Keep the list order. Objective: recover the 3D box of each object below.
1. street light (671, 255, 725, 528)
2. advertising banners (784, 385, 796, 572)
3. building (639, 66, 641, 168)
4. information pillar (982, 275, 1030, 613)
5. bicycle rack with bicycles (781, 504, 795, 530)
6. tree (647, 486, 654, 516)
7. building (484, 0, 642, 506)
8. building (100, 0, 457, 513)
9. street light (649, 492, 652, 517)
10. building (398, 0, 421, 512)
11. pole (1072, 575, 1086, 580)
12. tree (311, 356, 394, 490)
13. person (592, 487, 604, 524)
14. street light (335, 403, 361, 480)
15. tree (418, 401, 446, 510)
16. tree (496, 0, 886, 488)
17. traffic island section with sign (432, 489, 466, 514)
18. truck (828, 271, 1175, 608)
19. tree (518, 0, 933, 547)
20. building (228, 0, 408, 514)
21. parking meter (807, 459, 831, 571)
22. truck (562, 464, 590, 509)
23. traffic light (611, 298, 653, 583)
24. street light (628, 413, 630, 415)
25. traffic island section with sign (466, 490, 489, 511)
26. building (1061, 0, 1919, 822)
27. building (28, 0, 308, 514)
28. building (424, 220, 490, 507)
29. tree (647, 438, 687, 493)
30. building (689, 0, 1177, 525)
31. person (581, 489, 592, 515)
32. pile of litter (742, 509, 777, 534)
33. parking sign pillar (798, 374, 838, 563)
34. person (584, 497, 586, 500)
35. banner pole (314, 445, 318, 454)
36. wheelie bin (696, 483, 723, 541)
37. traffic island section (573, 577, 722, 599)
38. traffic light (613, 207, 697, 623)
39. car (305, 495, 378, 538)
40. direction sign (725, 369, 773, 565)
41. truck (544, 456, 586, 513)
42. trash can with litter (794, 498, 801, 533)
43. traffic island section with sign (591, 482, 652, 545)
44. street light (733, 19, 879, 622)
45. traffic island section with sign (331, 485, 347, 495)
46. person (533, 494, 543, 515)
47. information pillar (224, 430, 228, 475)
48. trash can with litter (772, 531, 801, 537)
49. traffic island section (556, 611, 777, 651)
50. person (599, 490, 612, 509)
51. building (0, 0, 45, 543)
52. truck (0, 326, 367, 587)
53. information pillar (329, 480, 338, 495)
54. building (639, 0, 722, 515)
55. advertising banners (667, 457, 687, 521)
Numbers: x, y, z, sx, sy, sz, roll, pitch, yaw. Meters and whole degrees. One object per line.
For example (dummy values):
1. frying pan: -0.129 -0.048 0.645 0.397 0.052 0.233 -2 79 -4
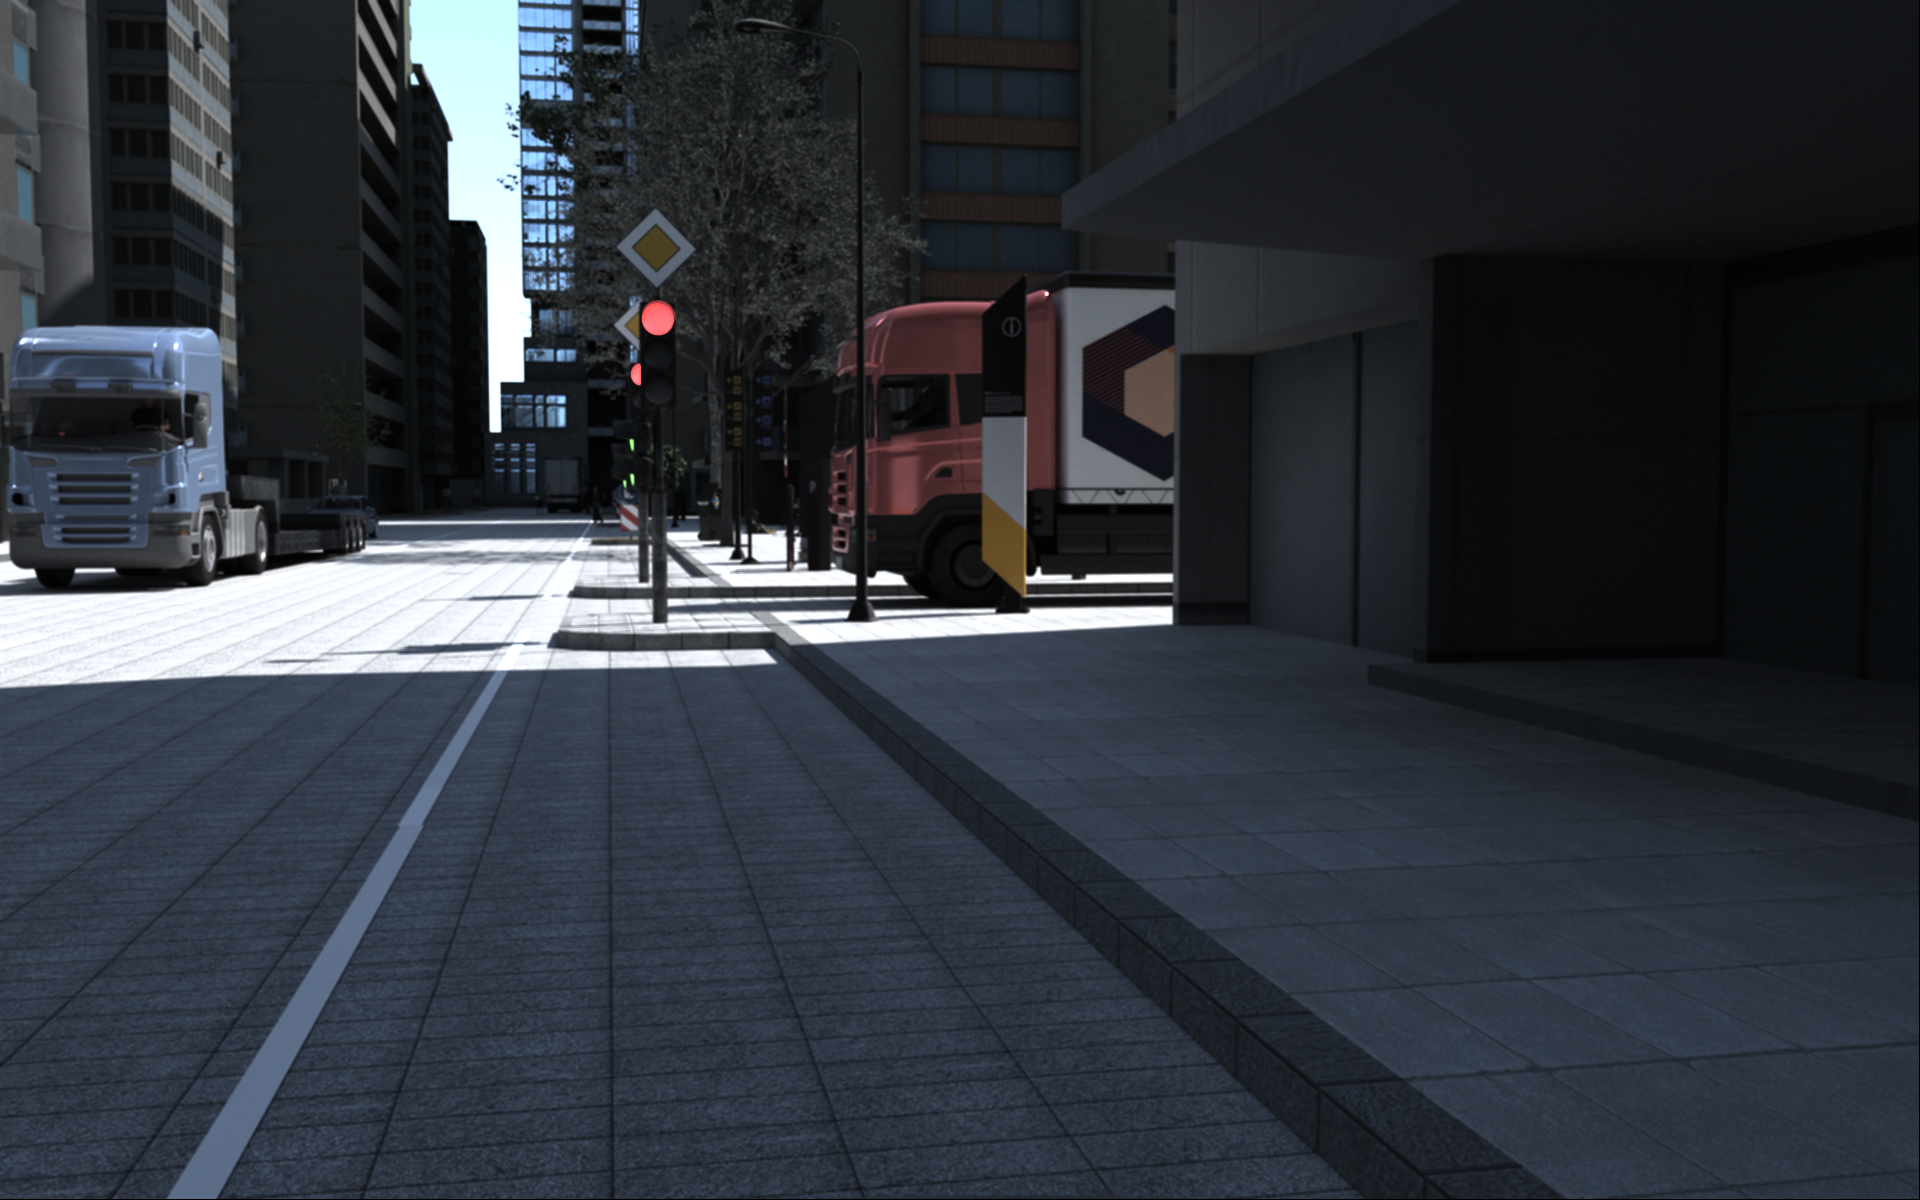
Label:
1. street light: -4.876 -3.736 33.623 1.470 5.913 1.316 -1 4 -11
2. advertising banners: -2.848 -1.997 28.837 0.090 3.025 2.074 0 4 -2
3. building: -15.343 -36.628 140.868 21.231 58.520 28.212 -1 4 -11
4. information pillar: 0.491 -1.669 18.648 0.504 3.616 0.183 1 4 13
5. bicycle rack with bicycles: -5.475 -3.061 63.434 2.852 0.926 2.925 -1 4 -8
6. tree: -18.182 -6.552 101.730 1.663 3.219 1.824 0 3 0
7. building: -36.208 -53.701 190.679 31.000 86.520 22.319 -1 4 -11
8. building: -57.452 -28.181 152.633 23.993 40.220 32.217 -1 4 -11
9. street light: -11.489 -5.732 66.266 1.470 5.913 1.316 -1 4 -11
10. building: -46.624 -26.856 122.697 14.154 41.232 14.086 -1 4 -11
11. pole: 1.786 -1.961 25.907 0.158 3.312 0.155 0 3 0
12. tree: -33.094 -8.761 93.600 4.737 8.622 4.395 0 3 0
13. person: -17.537 -4.568 83.613 0.576 1.772 0.534 2 4 35
14. street light: -31.339 -7.104 88.696 1.470 5.913 1.316 -1 4 -11
15. tree: -42.524 -11.347 135.888 4.360 8.622 3.978 0 3 0
16. tree: -8.931 -12.327 57.434 12.611 20.169 13.585 0 3 0
17. traffic island section with sign: -36.435 -7.006 123.175 1.989 1.847 2.006 -1 4 -11
18. truck: 3.266 -2.112 23.443 11.283 4.237 2.839 -1 4 -13
19. tree: -5.604 -8.056 42.091 12.009 13.543 11.850 0 3 0
20. building: -45.882 -29.374 103.969 21.300 48.544 21.600 -1 4 -11
21. parking meter: -2.365 -1.425 29.013 0.255 1.863 0.399 -3 4 -38
22. truck: -36.727 -10.731 164.360 2.839 4.237 11.283 -1 4 -11
23. traffic light: -4.595 -2.205 24.966 0.839 4.253 0.868 -1 4 -11
24. street light: -18.198 -7.728 98.890 1.470 5.913 1.316 -1 4 -11
25. traffic island section with sign: -41.792 -8.622 149.595 1.989 1.847 2.006 -1 4 -11
26. building: 15.379 -25.470 5.666 28.713 52.752 27.495 -1 4 -11
27. building: -42.985 -23.004 67.993 32.217 40.220 23.993 -1 4 -11
28. building: -57.346 -25.166 183.158 14.107 30.474 14.160 -1 4 -11
29. tree: -16.759 -6.865 95.954 4.285 4.588 4.351 0 3 0
30. building: -1.138 -26.054 80.606 22.147 44.769 28.867 -1 4 -11
31. person: -26.088 -6.913 121.543 0.705 1.822 1.348 3 4 37
32. pile of litter: -6.528 -2.589 56.291 1.176 0.858 1.719 0 4 -3
33. parking sign pillar: -2.373 -2.721 32.956 1.447 3.967 1.447 0 4 0
34. person: -33.212 -8.910 154.180 0.705 1.824 1.348 -2 4 -29
35. banner pole: -32.629 -5.981 87.814 0.401 3.779 0.863 -1 4 -8
36. wheelie bin: -6.838 -2.439 47.779 0.693 1.594 0.980 -3 5 -42
37. traffic island section: -4.554 -0.172 25.088 2.009 0.180 2.903 -1 4 -11
38. traffic light: -3.006 -1.726 17.140 0.839 4.253 0.868 -1 4 -11
39. car: -19.642 -2.631 55.025 2.014 1.417 4.499 -1 4 -10
40. direction sign: -3.838 -2.418 31.538 0.876 3.537 0.379 0 4 6
41. truck: -30.621 -8.899 134.407 2.839 4.237 11.283 -1 4 -10
42. trash can with litter: -5.015 -2.778 56.805 0.624 1.170 1.055 2 4 23
43. traffic island section with sign: -9.496 -2.492 49.374 1.989 1.847 2.006 -1 4 -11
44. street light: -1.524 -2.733 17.226 1.470 5.913 1.316 -1 4 -11
45. traffic island section with sign: -26.354 -3.969 73.521 1.989 1.847 2.006 -1 4 -11
46. person: -29.422 -6.665 120.661 0.799 1.438 0.628 0 4 3
47. information pillar: -25.370 -4.185 59.782 0.183 3.616 0.504 0 4 -6
48. trash can with litter: -4.735 -2.535 52.510 2.233 1.210 1.678 3 5 41
49. traffic island section: -2.965 0.307 17.262 2.009 0.180 2.903 -1 4 -11
50. person: -31.996 -9.018 156.041 1.348 1.812 0.705 1 4 12
51. building: -33.131 -25.335 33.844 23.786 49.044 30.456 -1 4 -11
52. truck: -14.213 -2.684 33.637 2.967 4.110 18.799 -1 4 -11
53. information pillar: -31.639 -5.077 87.502 0.304 2.012 0.304 1 4 22
54. building: -10.472 -30.145 116.568 21.300 48.544 21.600 -1 4 -11
55. advertising banners: -13.545 -5.298 82.808 0.090 3.025 2.074 1 4 15
